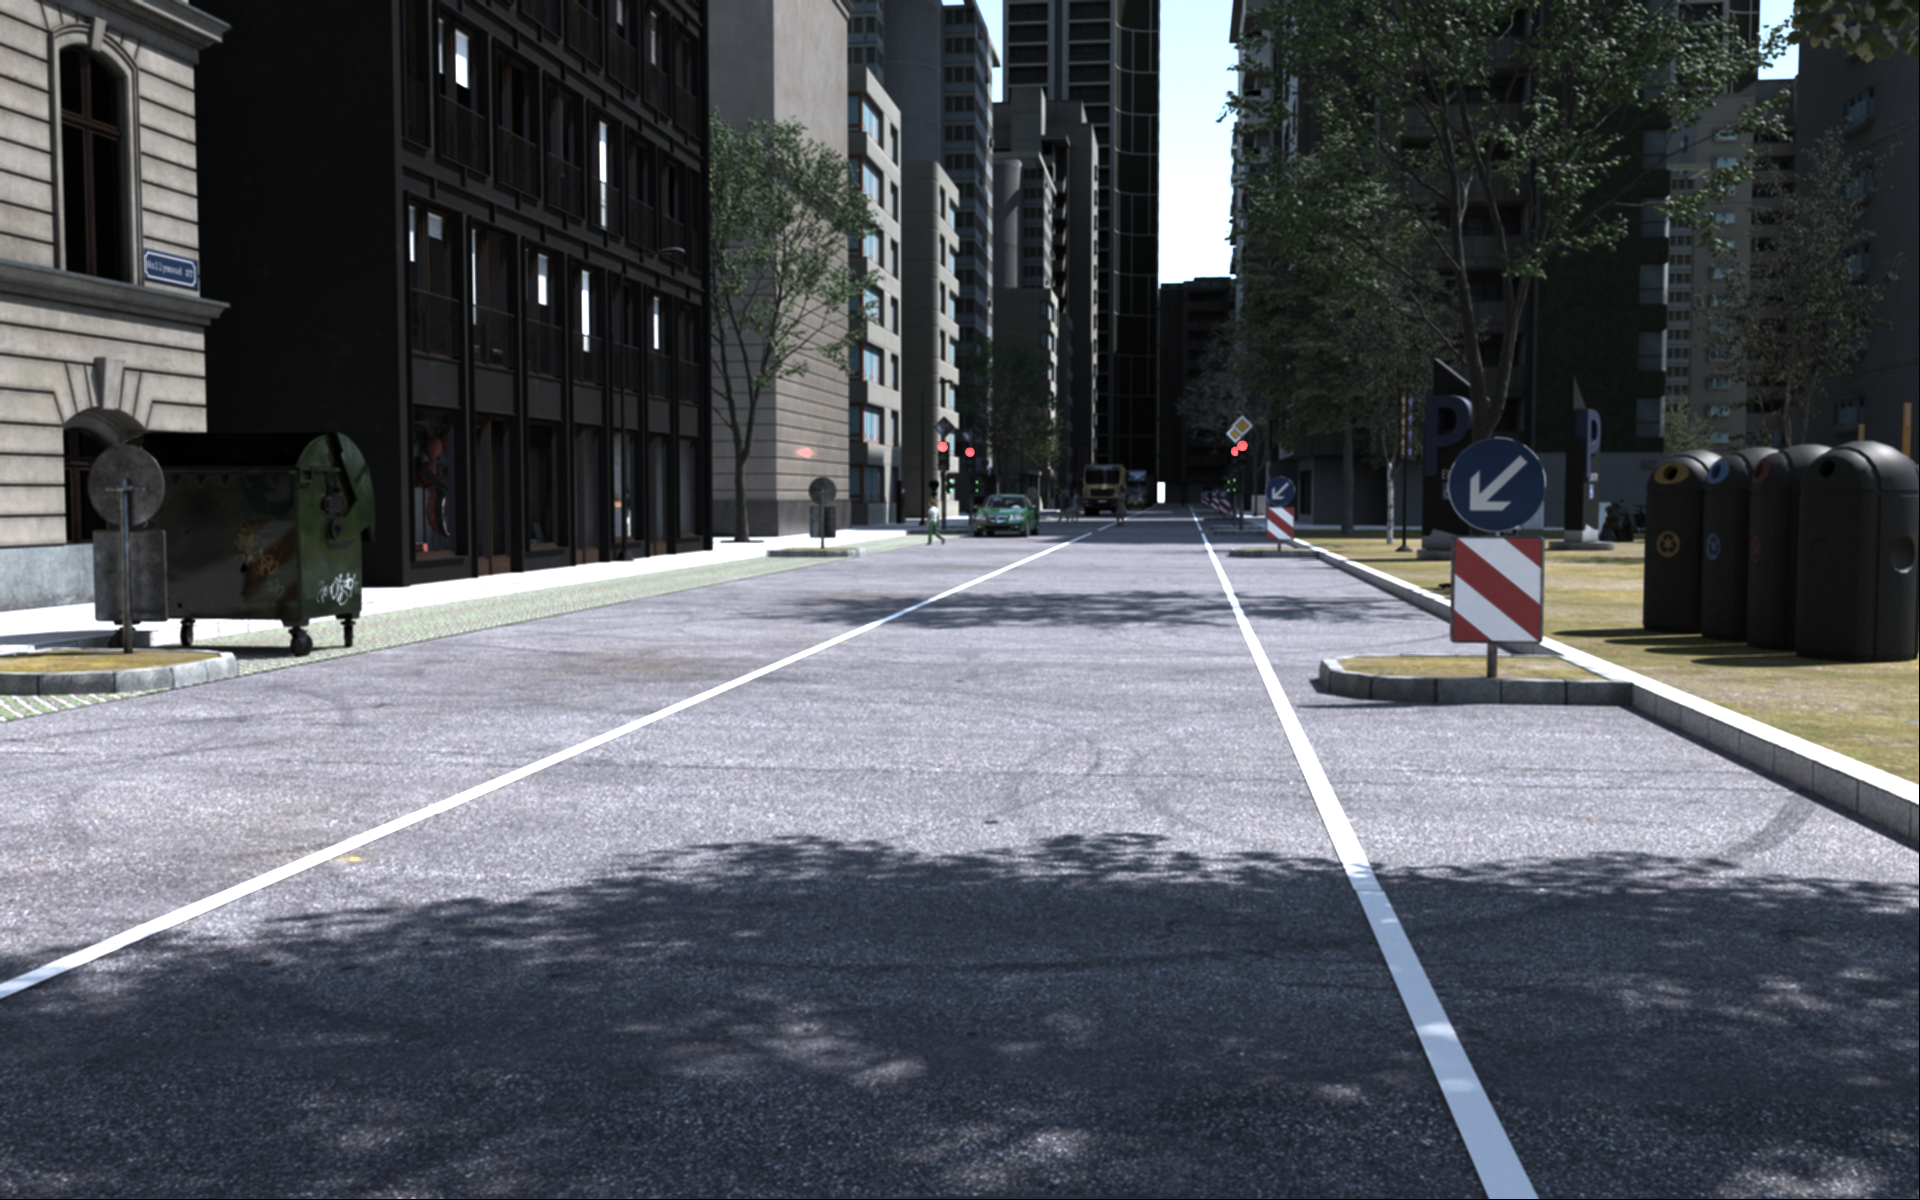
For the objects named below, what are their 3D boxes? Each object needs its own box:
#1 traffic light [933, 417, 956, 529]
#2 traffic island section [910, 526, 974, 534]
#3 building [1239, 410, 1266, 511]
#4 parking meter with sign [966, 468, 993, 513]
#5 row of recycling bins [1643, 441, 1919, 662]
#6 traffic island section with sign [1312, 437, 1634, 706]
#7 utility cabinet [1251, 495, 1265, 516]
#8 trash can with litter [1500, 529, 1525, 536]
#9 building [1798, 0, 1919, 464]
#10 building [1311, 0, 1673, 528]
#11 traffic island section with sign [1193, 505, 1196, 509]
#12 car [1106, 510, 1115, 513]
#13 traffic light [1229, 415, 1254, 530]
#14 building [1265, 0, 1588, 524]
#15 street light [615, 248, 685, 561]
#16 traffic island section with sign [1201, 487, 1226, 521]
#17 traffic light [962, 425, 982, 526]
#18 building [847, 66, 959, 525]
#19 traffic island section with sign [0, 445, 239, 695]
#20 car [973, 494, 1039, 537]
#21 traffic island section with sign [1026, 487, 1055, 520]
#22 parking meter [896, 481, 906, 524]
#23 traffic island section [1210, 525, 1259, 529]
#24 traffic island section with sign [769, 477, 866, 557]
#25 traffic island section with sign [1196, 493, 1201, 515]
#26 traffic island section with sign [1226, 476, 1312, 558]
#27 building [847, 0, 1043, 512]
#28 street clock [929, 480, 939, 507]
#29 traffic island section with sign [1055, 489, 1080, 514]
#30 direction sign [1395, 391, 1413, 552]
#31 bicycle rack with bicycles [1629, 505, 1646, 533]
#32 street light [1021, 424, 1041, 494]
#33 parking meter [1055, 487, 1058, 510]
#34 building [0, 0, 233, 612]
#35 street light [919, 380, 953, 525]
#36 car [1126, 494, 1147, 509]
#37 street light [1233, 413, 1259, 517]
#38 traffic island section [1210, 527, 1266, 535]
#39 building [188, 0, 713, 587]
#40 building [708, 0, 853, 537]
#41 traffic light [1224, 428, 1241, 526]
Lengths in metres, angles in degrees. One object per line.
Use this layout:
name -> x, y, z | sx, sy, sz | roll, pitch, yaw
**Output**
traffic light -> -0.567, -4.510, 62.661 | 0.839, 4.253, 0.868 | 0, 4, 7
traffic island section -> -0.605, -2.478, 62.801 | 2.009, 0.180, 2.903 | 0, 4, 7
building -> 32.312, -49.668, 124.740 | 22.319, 86.520, 31.000 | 0, 4, 7
parking meter with sign -> 1.253, -7.267, 115.083 | 1.738, 3.016, 0.543 | -1, 4, -21
row of recycling bins -> 6.999, -0.476, 14.903 | 1.069, 1.692, 3.534 | 0, 4, -3
traffic island section with sign -> 3.707, -0.254, 12.777 | 1.989, 1.847, 2.006 | 0, 4, 7
utility cabinet -> 17.518, -5.512, 101.279 | 0.306, 1.237, 1.020 | -3, 5, -40
trash can with litter -> 15.770, -2.438, 50.922 | 2.233, 1.210, 1.678 | -2, 4, -29
building -> 46.712, -27.313, 70.266 | 21.600, 48.544, 21.300 | 0, 4, 7
building -> 20.943, -18.436, 73.133 | 14.107, 30.474, 14.160 | 0, 4, 7
traffic island section with sign -> 24.096, -9.886, 170.262 | 1.989, 1.847, 2.006 | 0, 4, 7
car -> 10.990, -7.391, 132.643 | 2.131, 1.459, 4.920 | 0, 4, 7
traffic light -> 9.959, -4.428, 61.320 | 0.839, 4.253, 0.868 | 0, 4, 7
building -> 22.782, -19.375, 88.489 | 14.160, 30.474, 14.107 | 0, 4, 7
street light -> -5.883, -3.692, 32.900 | 1.470, 5.913, 1.316 | 0, 4, 7
traffic island section with sign -> 14.268, -5.237, 94.247 | 1.989, 1.847, 2.006 | 0, 4, 7
traffic light -> 0.458, -4.994, 70.580 | 0.839, 4.253, 0.868 | 0, 4, 7
building -> -15.628, -14.760, 86.368 | 27.650, 21.520, 28.899 | 0, 4, 7
traffic island section with sign -> -6.704, -0.281, 13.215 | 1.989, 1.847, 2.006 | 0, 4, 7
car -> 1.611, -2.897, 59.164 | 2.131, 1.459, 4.920 | 1, 4, 9
traffic island section with sign -> 4.033, -5.346, 96.034 | 1.989, 1.847, 2.006 | 0, 4, 7
parking meter -> -2.565, -4.257, 75.319 | 0.255, 1.863, 0.399 | 2, 4, 35
traffic island section -> 11.023, -2.879, 69.348 | 2.009, 0.180, 2.903 | 0, 4, 7
traffic island section with sign -> -3.224, -1.919, 40.002 | 1.989, 1.847, 2.006 | 0, 4, 7
traffic island section with sign -> 17.735, -6.882, 121.148 | 1.989, 1.847, 2.006 | 0, 4, 7
traffic island section with sign -> 7.215, -1.910, 39.860 | 1.989, 1.847, 2.006 | 0, 4, 7
building -> -10.458, -26.690, 128.257 | 32.217, 40.220, 23.993 | 0, 4, 7
street clock -> -1.314, -5.058, 87.276 | 0.471, 2.002, 0.358 | -1, 4, -23
traffic island section with sign -> 7.494, -6.981, 122.767 | 1.989, 1.847, 2.006 | 0, 4, 7
direction sign -> 9.927, -2.851, 38.609 | 0.379, 3.537, 0.876 | 2, 4, 31
bicycle rack with bicycles -> 23.099, -2.671, 57.061 | 2.925, 0.926, 2.852 | -2, 4, -35
street light -> 4.626, -8.676, 114.401 | 1.470, 5.913, 1.316 | 0, 4, 7
parking meter -> 7.763, -8.167, 139.243 | 0.255, 1.863, 0.399 | 0, 4, 1
building -> -17.137, -11.437, 6.079 | 14.460, 24.649, 34.723 | 0, 4, 7
street light -> -0.989, -6.001, 70.658 | 1.470, 5.913, 1.316 | 0, 4, 7
car -> 16.772, -9.455, 164.816 | 2.015, 1.641, 3.980 | 0, 4, 8
street light -> 16.349, -7.717, 98.710 | 1.470, 5.913, 1.316 | 0, 4, 7
traffic island section -> 9.997, -2.394, 61.428 | 2.009, 0.180, 2.903 | 0, 4, 7
building -> -12.742, -12.357, 31.712 | 12.332, 23.373, 15.834 | 0, 4, 7
building -> -16.707, -15.962, 58.245 | 25.104, 27.353, 12.463 | 0, 4, 7
traffic light -> 10.984, -4.912, 69.239 | 0.839, 4.253, 0.868 | 0, 4, 7
